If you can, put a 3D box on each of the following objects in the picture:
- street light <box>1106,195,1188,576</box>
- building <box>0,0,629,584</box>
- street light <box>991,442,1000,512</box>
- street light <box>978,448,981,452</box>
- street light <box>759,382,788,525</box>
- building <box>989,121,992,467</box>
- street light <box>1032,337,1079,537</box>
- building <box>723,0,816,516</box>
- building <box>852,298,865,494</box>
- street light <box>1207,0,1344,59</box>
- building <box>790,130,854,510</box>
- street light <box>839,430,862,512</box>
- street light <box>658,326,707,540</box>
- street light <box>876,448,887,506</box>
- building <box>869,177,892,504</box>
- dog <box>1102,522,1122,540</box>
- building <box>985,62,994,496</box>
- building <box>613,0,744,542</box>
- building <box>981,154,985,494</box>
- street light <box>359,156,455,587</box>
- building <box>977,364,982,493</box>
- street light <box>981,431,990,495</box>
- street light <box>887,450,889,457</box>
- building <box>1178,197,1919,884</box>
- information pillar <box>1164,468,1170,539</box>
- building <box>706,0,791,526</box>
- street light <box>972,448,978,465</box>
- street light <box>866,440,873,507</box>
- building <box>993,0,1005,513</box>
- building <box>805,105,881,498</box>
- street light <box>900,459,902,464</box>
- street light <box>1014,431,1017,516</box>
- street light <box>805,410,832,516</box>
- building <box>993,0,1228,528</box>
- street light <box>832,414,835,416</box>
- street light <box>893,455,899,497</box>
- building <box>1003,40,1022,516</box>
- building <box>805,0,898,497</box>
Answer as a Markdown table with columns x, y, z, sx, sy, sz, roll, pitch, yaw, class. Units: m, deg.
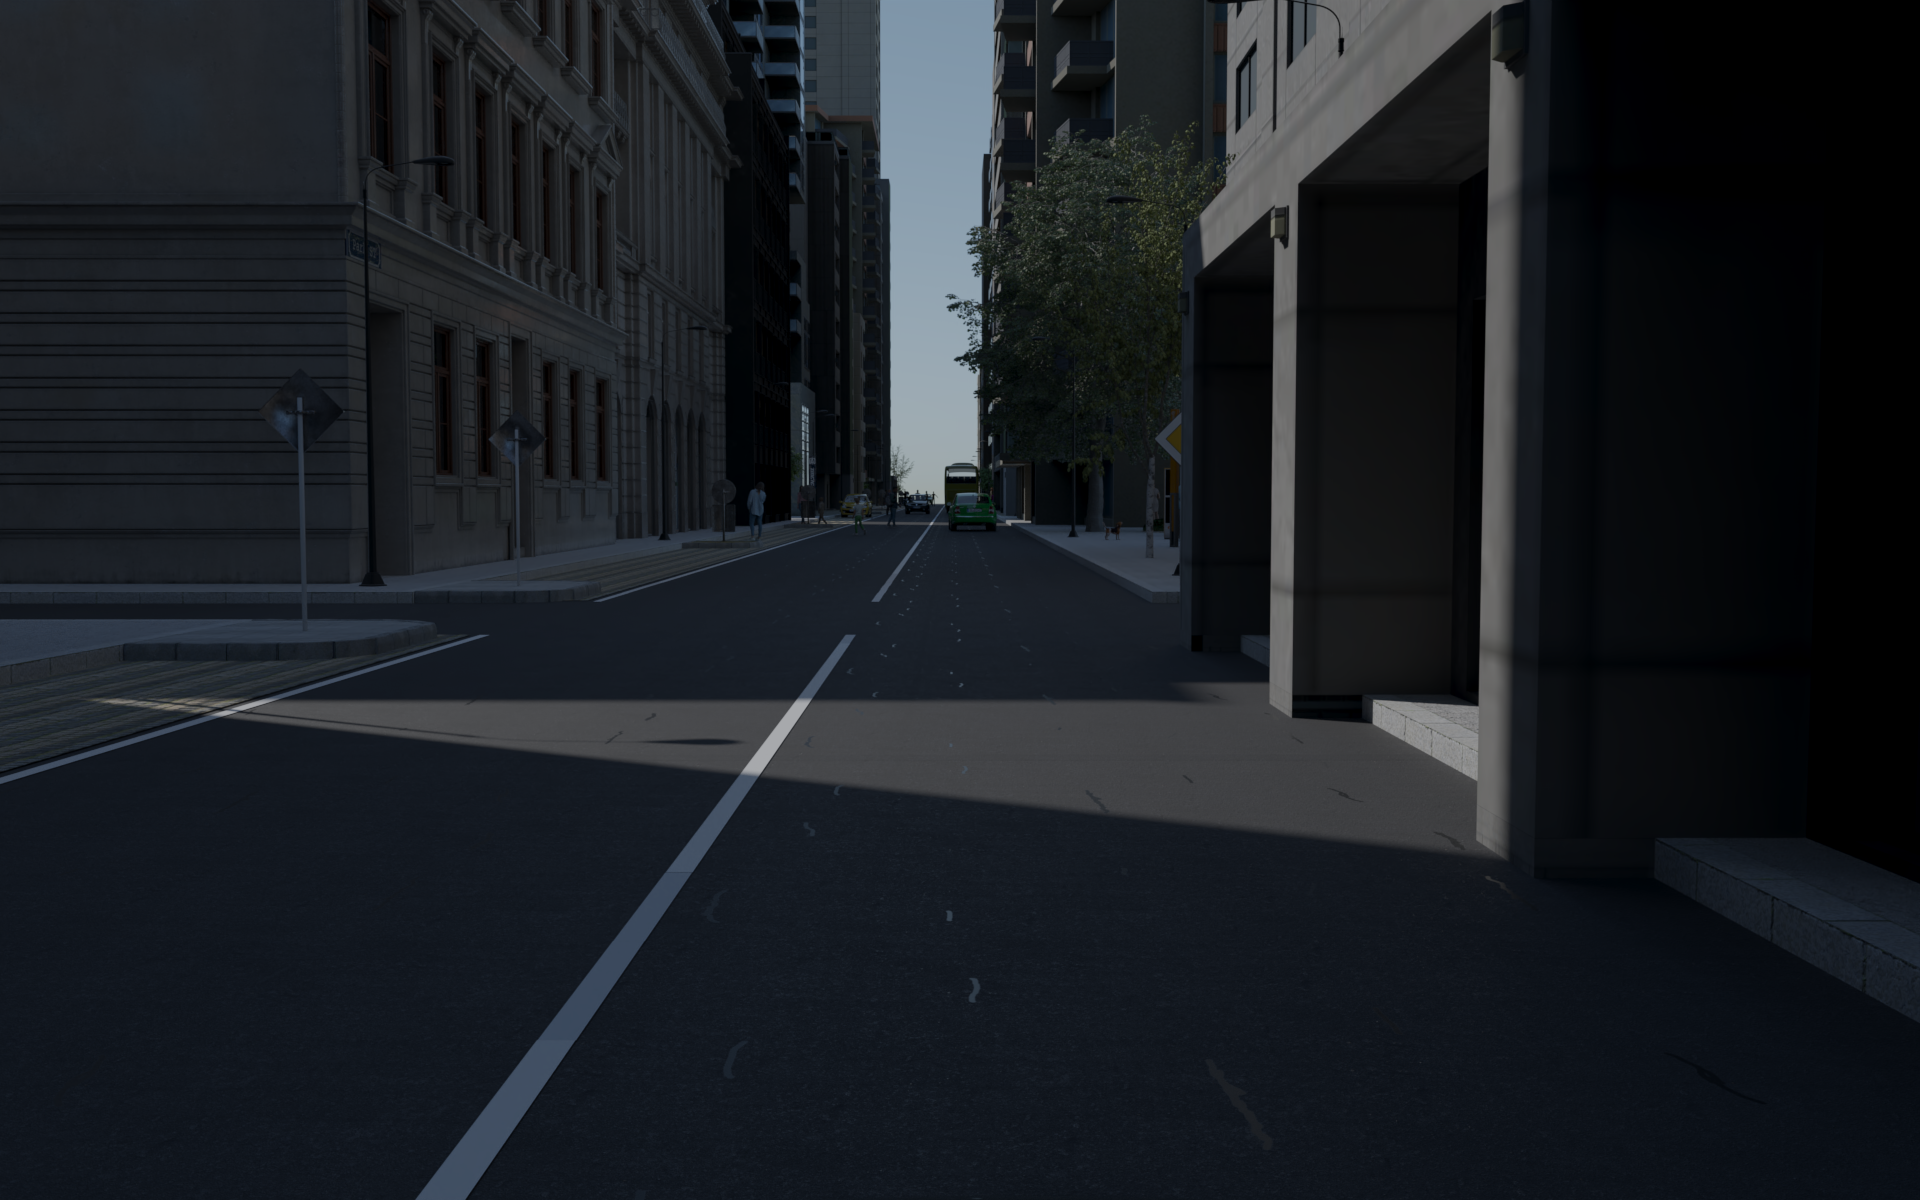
| x | y | z | sx | sy | sz | roll | pitch | yaw | class |
| --- | --- | --- | --- | --- | --- | --- | --- | --- | --- |
| 2.971 | -3.337 | 27.100 | 1.470 | 5.913 | 1.316 | 0 | 4 | 0 | street light |
| -13.707 | -12.085 | 33.743 | 11.583 | 22.565 | 21.152 | 0 | 4 | 0 | building |
| 2.674 | -7.999 | 103.332 | 1.470 | 5.913 | 1.316 | 0 | 4 | 0 | street light |
| 2.508 | -10.922 | 151.109 | 1.470 | 5.913 | 1.316 | 0 | 4 | 0 | street light |
| -7.831 | -6.089 | 72.094 | 1.470 | 5.913 | 1.316 | 0 | 4 | 0 | street light |
| 14.600 | -35.476 | 199.644 | 23.786 | 49.044 | 30.456 | 0 | 4 | 0 | building |
| 2.822 | -4.815 | 51.264 | 1.470 | 5.913 | 1.316 | 0 | 4 | 0 | street light |
| -20.428 | -48.965 | 113.250 | 22.319 | 86.520 | 31.000 | 0 | 4 | 0 | building |
| -23.306 | -19.249 | 159.759 | 27.650 | 21.520 | 28.899 | 0 | 4 | 0 | building |
| 2.961 | -2.662 | 16.073 | 1.470 | 5.913 | 1.316 | 0 | 4 | 0 | street light |
| -15.939 | -22.407 | 138.053 | 14.160 | 30.474 | 14.107 | 0 | 4 | 0 | building |
| -7.992 | -9.307 | 124.706 | 1.470 | 5.913 | 1.316 | 0 | 4 | 0 | street light |
| -7.669 | -4.611 | 47.929 | 1.470 | 5.913 | 1.316 | 0 | 4 | 0 | street light |
| -8.351 | -12.277 | 173.265 | 1.470 | 5.913 | 1.316 | 0 | 4 | 0 | street light |
| -15.965 | -32.699 | 218.230 | 14.154 | 41.232 | 14.086 | 0 | 4 | 0 | building |
| 4.262 | -1.930 | 48.390 | 0.406 | 0.507 | 0.540 | 2 | 4 | 26 | dog |
| 10.177 | -31.664 | 167.821 | 14.600 | 45.320 | 14.200 | 0 | 4 | 0 | building |
| -15.060 | -13.120 | 56.320 | 13.314 | 21.916 | 24.055 | 0 | 4 | 0 | building |
| 9.780 | -35.010 | 222.519 | 14.600 | 45.320 | 14.200 | 0 | 4 | 0 | building |
| -7.644 | -3.145 | 23.963 | 1.470 | 5.913 | 1.316 | 0 | 4 | 0 | street light |
| 16.423 | -24.449 | 244.782 | 27.650 | 21.520 | 28.899 | 0 | 4 | 0 | building |
| 2.510 | -9.461 | 127.220 | 1.470 | 5.913 | 1.316 | 0 | 4 | 0 | street light |
| -8.286 | -12.931 | 183.970 | 1.470 | 5.913 | 1.316 | 0 | 4 | 0 | street light |
| 12.342 | -34.611 | 4.138 | 20.563 | 71.187 | 20.611 | 0 | 4 | 0 | building |
| 5.925 | -2.722 | 49.003 | 0.304 | 2.012 | 0.304 | 0 | 4 | 6 | information pillar |
| -14.371 | -15.077 | 76.185 | 12.332 | 23.373 | 15.834 | 0 | 4 | 0 | building |
| 2.355 | -13.084 | 186.461 | 1.470 | 5.913 | 1.316 | 0 | 4 | 0 | street light |
| -8.235 | -10.768 | 148.594 | 1.470 | 5.913 | 1.316 | 0 | 4 | 0 | street light |
| 13.353 | -30.704 | 125.715 | 21.300 | 48.544 | 21.600 | 0 | 4 | 0 | building |
| -20.388 | -33.153 | 196.668 | 22.147 | 44.769 | 28.867 | 0 | 4 | 0 | building |
| -8.367 | -15.884 | 232.247 | 1.470 | 5.913 | 1.316 | 0 | 4 | 0 | street light |
| 2.739 | -6.290 | 75.389 | 1.470 | 5.913 | 1.316 | 0 | 4 | 0 | street light |
| -8.015 | -7.550 | 95.983 | 1.470 | 5.913 | 1.316 | 0 | 4 | 0 | street light |
| 12.705 | -25.936 | 78.675 | 22.147 | 44.769 | 28.867 | 0 | 4 | 0 | building |
| -7.990 | -7.846 | 100.817 | 1.470 | 5.913 | 1.316 | 0 | 4 | 0 | street light |
| -8.406 | -14.393 | 207.858 | 1.470 | 5.913 | 1.316 | 0 | 4 | 0 | street light |
| 9.702 | -20.595 | 108.431 | 14.160 | 30.474 | 14.107 | 0 | 4 | 0 | building |
| -18.908 | -48.732 | 235.020 | 20.563 | 71.187 | 20.611 | 0 | 4 | 0 | building |
